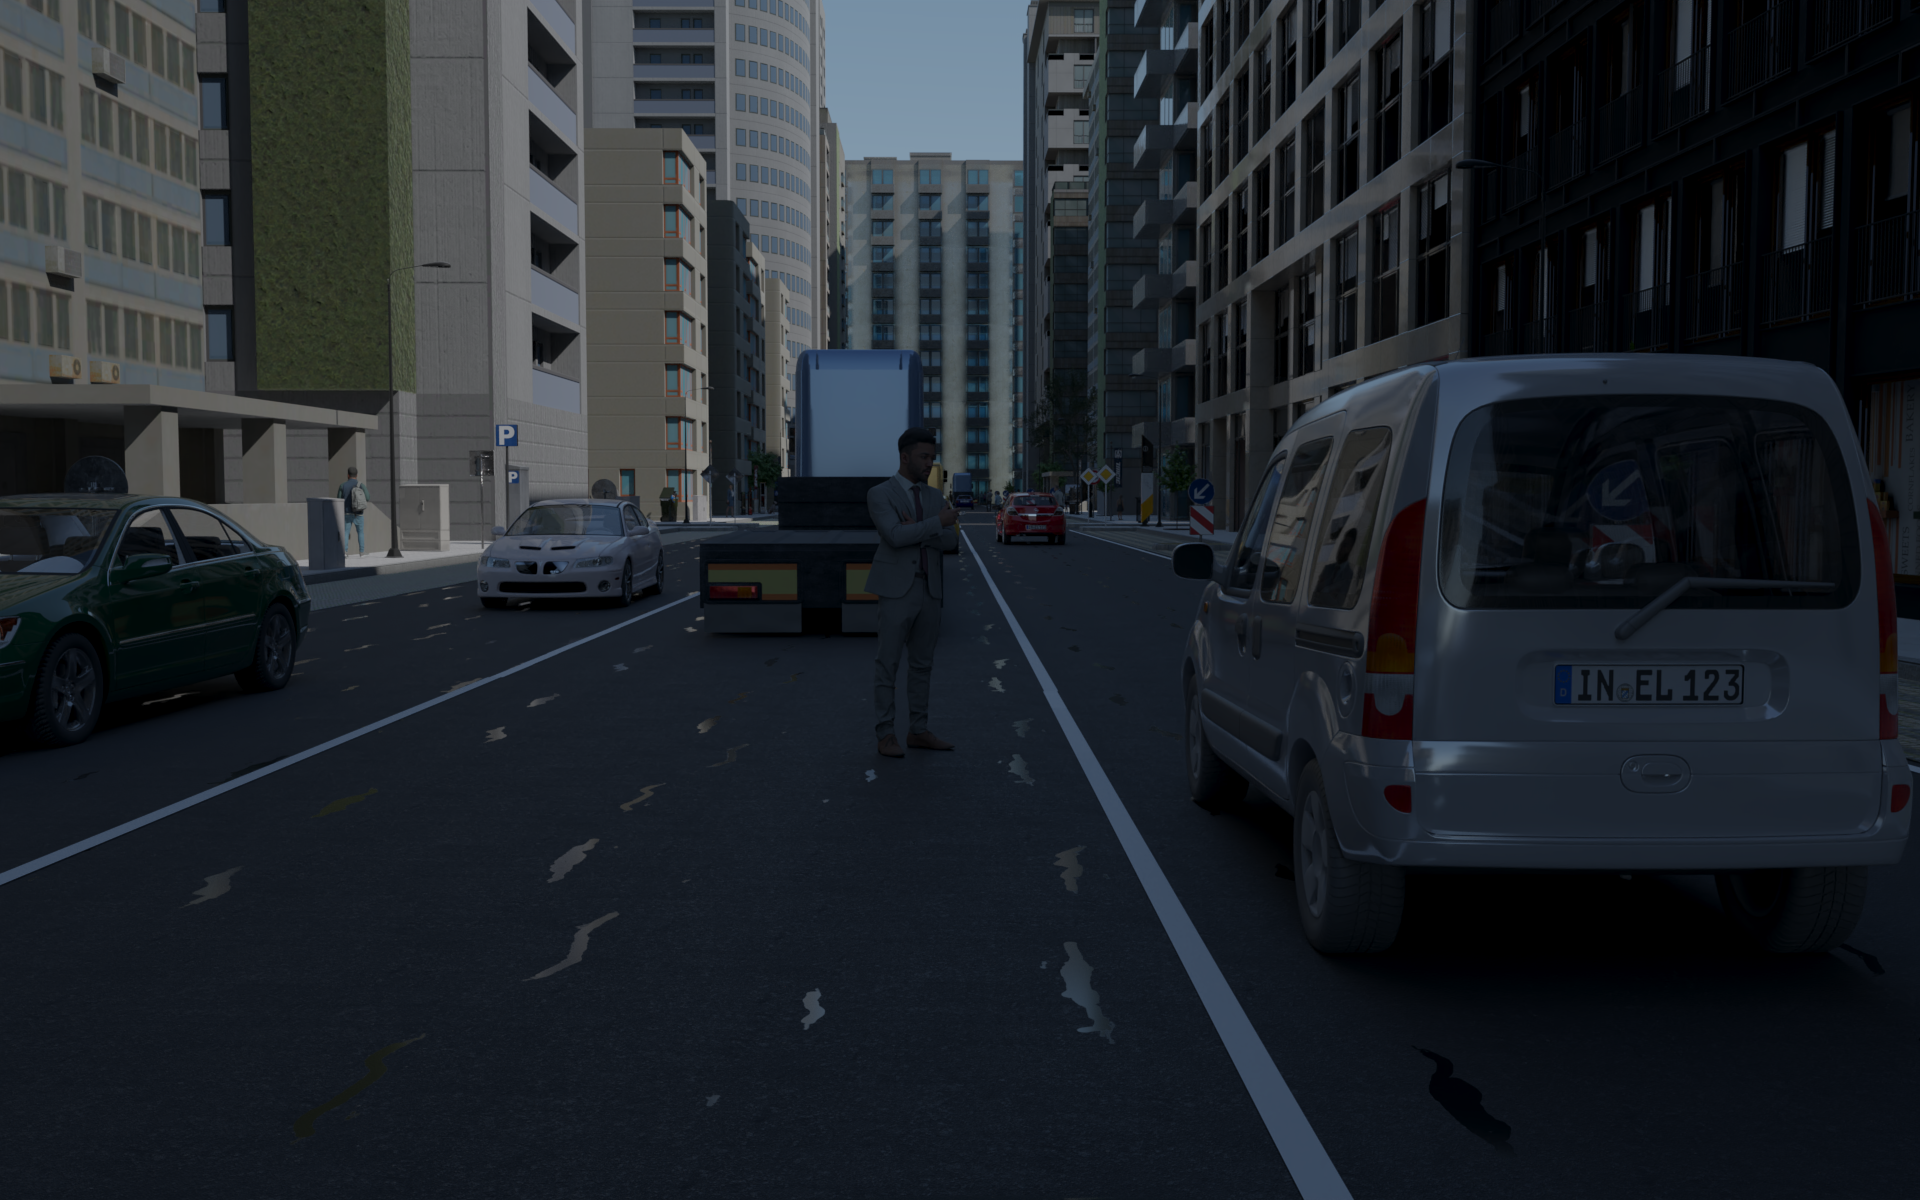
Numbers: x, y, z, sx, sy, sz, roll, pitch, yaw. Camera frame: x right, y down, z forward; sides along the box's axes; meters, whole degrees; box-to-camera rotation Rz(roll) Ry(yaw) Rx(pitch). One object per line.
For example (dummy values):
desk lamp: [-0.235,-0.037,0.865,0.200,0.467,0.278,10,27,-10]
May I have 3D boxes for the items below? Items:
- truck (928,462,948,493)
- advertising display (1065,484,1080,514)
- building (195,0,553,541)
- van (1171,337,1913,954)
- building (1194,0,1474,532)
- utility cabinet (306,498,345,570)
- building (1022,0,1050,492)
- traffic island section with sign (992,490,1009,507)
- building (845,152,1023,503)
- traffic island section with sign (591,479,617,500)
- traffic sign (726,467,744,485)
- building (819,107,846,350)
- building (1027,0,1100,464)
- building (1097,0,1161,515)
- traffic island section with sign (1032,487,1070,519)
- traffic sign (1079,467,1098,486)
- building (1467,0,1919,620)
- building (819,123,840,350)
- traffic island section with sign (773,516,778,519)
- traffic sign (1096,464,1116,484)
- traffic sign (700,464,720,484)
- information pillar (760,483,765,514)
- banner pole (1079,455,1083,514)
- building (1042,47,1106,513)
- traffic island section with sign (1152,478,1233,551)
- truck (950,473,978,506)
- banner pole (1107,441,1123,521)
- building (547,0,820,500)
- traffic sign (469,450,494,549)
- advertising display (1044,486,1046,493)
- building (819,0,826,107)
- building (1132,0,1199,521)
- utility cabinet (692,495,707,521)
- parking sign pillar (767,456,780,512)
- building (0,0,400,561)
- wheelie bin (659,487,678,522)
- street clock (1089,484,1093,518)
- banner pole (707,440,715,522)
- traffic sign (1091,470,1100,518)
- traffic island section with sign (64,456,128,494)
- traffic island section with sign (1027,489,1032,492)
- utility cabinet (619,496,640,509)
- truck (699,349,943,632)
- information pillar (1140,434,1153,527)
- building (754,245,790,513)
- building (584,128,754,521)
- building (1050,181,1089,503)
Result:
truck: [-2.385,-6.542,102.891,3.469,3.379,9.791,0,4,-2]
advertising display: [7.080,-6.352,109.074,0.974,1.923,0.123,1,4,9]
building: [-26.891,-31.312,53.949,28.212,58.520,21.231,0,4,-1]
van: [1.906,0.015,6.769,2.013,2.044,4.112,0,4,0]
building: [18.797,-14.953,48.992,19.350,26.468,34.151,0,4,-1]
utility cabinet: [-10.854,-1.134,29.696,0.306,1.237,1.020,0,4,-1]
building: [18.109,-40.867,210.172,21.231,58.520,28.212,0,4,-1]
traffic island section with sign: [4.557,-10.310,177.200,1.989,1.847,2.006,0,4,-1]
building: [-4.205,-38.273,245.366,30.456,49.044,23.786,0,4,-1]
traffic island section with sign: [-9.165,-2.190,44.429,1.989,1.847,2.006,0,4,-1]
traffic sign: [-9.787,-4.463,75.167,0.795,2.593,0.064,0,4,-1]
building: [-25.272,-36.119,214.241,21.600,48.544,21.300,0,4,-1]
building: [22.004,-36.290,182.586,28.713,52.752,27.495,0,4,-1]
building: [15.709,-26.113,110.547,14.154,41.232,14.086,0,4,-1]
traffic island section with sign: [5.375,-5.623,100.569,1.989,1.847,2.006,0,4,-1]
traffic sign: [5.607,-4.472,75.309,0.795,2.593,0.064,0,4,-1]
building: [15.686,-11.883,23.959,12.332,23.373,15.834,0,4,-1]
building: [-20.240,-30.685,185.294,14.154,41.232,14.086,0,4,-1]
traffic island section with sign: [-9.745,-5.608,100.311,1.989,1.847,2.006,0,4,-1]
traffic sign: [5.691,-3.984,67.324,0.795,2.593,0.064,0,4,-1]
traffic sign: [-9.702,-3.975,67.183,0.795,2.593,0.064,0,4,-1]
information pillar: [-12.696,-6.534,111.329,0.304,2.012,0.304,-1,4,-13]
banner pole: [7.742,-7.406,111.100,0.401,3.779,0.863,-1,4,-13]
building: [22.970,-27.264,137.645,32.217,40.220,23.993,0,4,-1]
traffic island section with sign: [5.970,-2.188,44.402,1.989,1.847,2.006,0,4,-1]
truck: [0.541,-13.688,213.551,2.967,4.110,18.799,0,4,-2]
banner pole: [7.358,-5.631,82.086,0.863,3.779,0.401,3,4,37]
building: [-24.718,-38.001,163.322,21.231,58.520,28.212,0,4,-1]
traffic sign: [-11.146,-2.340,40.388,0.606,2.300,0.079,1,4,8]
advertising display: [6.718,-8.041,136.691,0.123,1.923,0.974,0,4,4]
building: [-29.731,-49.274,243.879,20.611,71.187,20.563,0,4,-1]
building: [23.911,-28.523,85.959,30.456,49.044,23.786,0,4,-1]
utility cabinet: [-12.504,-4.408,83.235,0.306,1.237,1.020,1,4,17]
parking sign pillar: [-12.878,-8.167,122.005,1.447,3.967,1.447,0,4,-4]
building: [-28.883,-20.770,31.473,32.217,40.220,23.993,0,4,-1]
wheelie bin: [-13.450,-4.408,79.977,0.980,1.594,0.693,2,4,29]
street clock: [7.095,-5.473,94.060,0.358,2.002,0.471,1,4,19]
banner pole: [-11.567,-5.531,80.457,0.401,3.779,0.863,-1,4,-12]
traffic sign: [7.126,-5.644,92.390,0.768,2.556,0.104,0,4,7]
traffic island section with sign: [-8.872,-0.530,17.298,1.989,1.847,2.006,0,4,-1]
traffic island section with sign: [5.085,-7.305,128.062,1.989,1.847,2.006,0,4,-1]
utility cabinet: [-11.213,-2.929,59.059,0.306,1.237,1.020,1,4,8]
truck: [-1.683,-2.246,26.488,2.967,4.110,18.799,0,4,-2]
information pillar: [7.338,-4.689,68.013,0.504,3.616,0.183,-1,4,-17]
building: [-28.192,-17.628,133.259,27.650,21.520,28.899,0,4,-1]
building: [-27.095,-15.376,96.439,27.650,21.520,28.899,0,4,-1]
building: [15.333,-23.898,162.432,14.160,30.474,14.107,0,4,-1]
